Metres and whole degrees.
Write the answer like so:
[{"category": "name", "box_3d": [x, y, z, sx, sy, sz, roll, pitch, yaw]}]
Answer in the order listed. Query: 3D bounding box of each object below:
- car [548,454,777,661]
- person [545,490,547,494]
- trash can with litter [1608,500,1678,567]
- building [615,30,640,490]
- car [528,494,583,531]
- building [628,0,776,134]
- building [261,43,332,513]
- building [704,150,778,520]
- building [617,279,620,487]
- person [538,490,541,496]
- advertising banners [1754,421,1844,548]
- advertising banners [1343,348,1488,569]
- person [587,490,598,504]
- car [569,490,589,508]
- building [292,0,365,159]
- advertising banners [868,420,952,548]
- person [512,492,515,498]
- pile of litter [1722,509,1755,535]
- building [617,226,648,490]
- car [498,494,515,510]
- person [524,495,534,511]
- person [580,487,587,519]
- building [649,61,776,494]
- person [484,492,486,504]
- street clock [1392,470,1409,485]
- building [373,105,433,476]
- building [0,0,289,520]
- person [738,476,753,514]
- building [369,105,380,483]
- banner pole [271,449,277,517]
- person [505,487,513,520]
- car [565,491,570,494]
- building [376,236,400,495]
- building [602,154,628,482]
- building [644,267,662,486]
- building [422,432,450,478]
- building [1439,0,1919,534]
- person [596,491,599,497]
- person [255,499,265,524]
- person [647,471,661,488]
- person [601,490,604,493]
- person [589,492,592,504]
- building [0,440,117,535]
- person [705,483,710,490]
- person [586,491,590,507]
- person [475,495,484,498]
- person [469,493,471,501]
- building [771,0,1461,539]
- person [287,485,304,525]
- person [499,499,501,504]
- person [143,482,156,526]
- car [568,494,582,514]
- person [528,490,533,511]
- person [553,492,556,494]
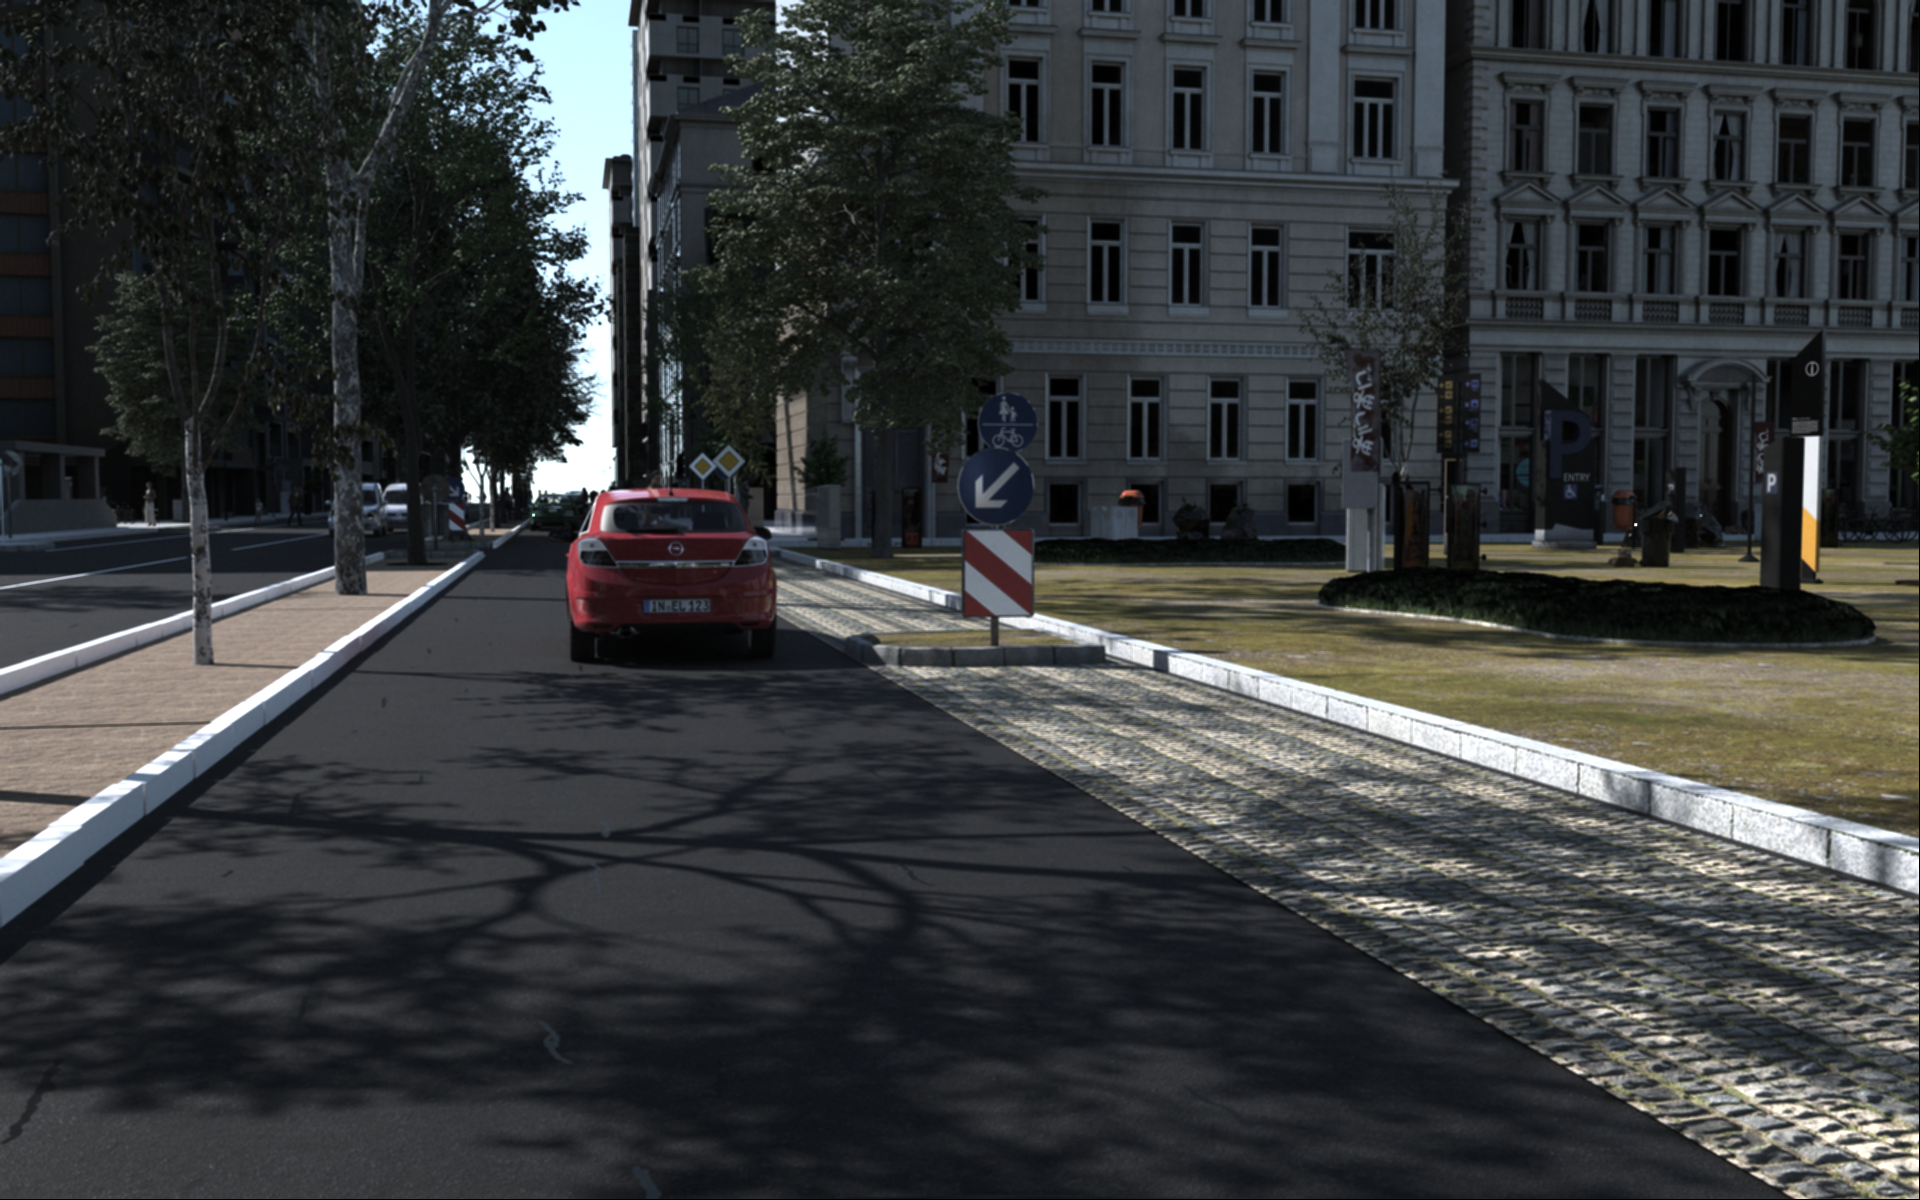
[{"category": "car", "box_3d": [-2.816, -0.454, 16.464, 2.155, 1.783, 4.494, -1, 4, -12]}, {"category": "person", "box_3d": [-29.120, -6.865, 121.676, 0.756, 1.711, 0.436, 0, 4, 2]}, {"category": "trash can with litter", "box_3d": [11.991, -1.164, 30.411, 1.055, 1.170, 0.624, 0, 4, 5]}, {"category": "building", "box_3d": [-35.536, -56.454, 235.691, 22.319, 86.520, 31.000, -1, 4, -13]}, {"category": "car", "box_3d": [-16.134, -3.499, 69.004, 2.131, 1.459, 4.920, -1, 4, -11]}, {"category": "building", "box_3d": [-17.358, -35.559, 170.623, 28.713, 52.752, 27.495, -1, 4, -13]}, {"category": "building", "box_3d": [-57.007, -41.928, 123.776, 20.563, 71.187, 20.611, -1, 4, -13]}, {"category": "building", "box_3d": [-4.925, -13.662, 90.822, 16.820, 18.784, 16.811, -1, 4, -13]}, {"category": "building", "box_3d": [-35.197, -27.056, 214.071, 14.160, 30.474, 14.107, -1, 4, -13]}, {"category": "person", "box_3d": [-37.062, -8.819, 152.674, 0.705, 1.826, 1.348, 0, 4, -7]}, {"category": "advertising banners", "box_3d": [20.061, -2.775, 41.558, 2.074, 3.025, 0.090, 1, 4, 16]}, {"category": "advertising banners", "box_3d": [5.569, -1.530, 21.204, 2.074, 3.025, 0.090, -1, 4, -20]}, {"category": "person", "box_3d": [-28.467, -7.664, 134.519, 1.217, 1.743, 0.721, -1, 4, -23]}, {"category": "car", "box_3d": [-39.545, -10.420, 179.034, 2.281, 1.827, 5.304, -1, 4, -12]}, {"category": "building", "box_3d": [-61.770, -31.883, 144.990, 21.300, 48.544, 21.600, -1, 4, -13]}, {"category": "advertising banners", "box_3d": [-1.173, -2.747, 41.103, 2.074, 3.025, 0.090, 1, 4, 13]}, {"category": "person", "box_3d": [-57.622, -13.113, 223.452, 0.434, 1.755, 0.990, -2, 4, -34]}, {"category": "pile of litter", "box_3d": [24.979, -2.538, 55.457, 1.719, 0.858, 1.176, -1, 4, -19]}, {"category": "building", "box_3d": [-29.674, -25.572, 189.808, 14.160, 30.474, 14.107, -1, 4, -13]}, {"category": "car", "box_3d": [-41.387, -9.048, 156.968, 2.155, 1.783, 4.494, -1, 4, -11]}, {"category": "person", "box_3d": [-37.253, -8.578, 148.718, 1.348, 1.831, 0.705, -2, 4, -31]}, {"category": "person", "box_3d": [-21.613, -5.564, 99.475, 0.388, 1.821, 0.555, 0, 4, 6]}, {"category": "building", "box_3d": [-12.857, -19.157, 110.472, 12.463, 27.353, 25.104, -1, 4, -13]}, {"category": "person", "box_3d": [-67.639, -14.524, 246.505, 0.617, 1.759, 0.750, -2, 4, -31]}, {"category": "street clock", "box_3d": [13.397, -2.947, 52.750, 0.471, 2.002, 0.358, 0, 4, 2]}, {"category": "building", "box_3d": [-86.118, -39.423, 233.810, 28.713, 52.752, 27.495, -1, 4, -13]}, {"category": "building", "box_3d": [-50.281, -26.954, 95.323, 22.147, 44.769, 28.867, -1, 4, -13]}, {"category": "person", "box_3d": [-6.556, -2.888, 53.074, 0.447, 1.846, 0.655, 0, 4, -4]}, {"category": "building", "box_3d": [-63.071, -31.389, 163.317, 14.600, 45.320, 14.200, -1, 4, -13]}, {"category": "banner pole", "box_3d": [-38.195, -6.510, 96.458, 0.401, 3.779, 0.863, 0, 4, -4]}, {"category": "person", "box_3d": [-24.959, -5.293, 95.140, 0.850, 1.850, 0.679, 2, 4, 25]}, {"category": "car", "box_3d": [-57.242, -15.051, 254.755, 2.281, 1.827, 5.304, -1, 4, -11]}, {"category": "building", "box_3d": [-65.757, -24.841, 177.847, 14.160, 30.474, 14.107, -1, 4, -13]}, {"category": "building", "box_3d": [-39.897, -41.422, 266.482, 28.713, 52.752, 27.495, -1, 4, -13]}, {"category": "building", "box_3d": [-11.522, -18.287, 144.038, 27.650, 21.520, 28.899, -1, 4, -13]}, {"category": "building", "box_3d": [-87.562, -38.840, 258.734, 21.300, 48.544, 21.600, -1, 4, -13]}, {"category": "building", "box_3d": [24.123, -14.222, 61.400, 19.941, 23.489, 11.050, -1, 4, -13]}, {"category": "person", "box_3d": [-44.829, -12.575, 214.543, 0.568, 1.767, 0.683, -3, 4, -37]}, {"category": "person", "box_3d": [-33.083, -4.179, 81.841, 0.505, 1.210, 0.382, -1, 4, -13]}, {"category": "person", "box_3d": [-5.386, -1.331, 30.173, 0.656, 1.842, 0.836, 3, 5, 41]}, {"category": "person", "box_3d": [-33.176, -9.326, 160.985, 0.705, 1.823, 1.348, -2, 4, -24]}, {"category": "person", "box_3d": [-52.213, -14.458, 245.611, 1.217, 1.743, 0.721, 1, 4, 17]}, {"category": "building", "box_3d": [-47.114, -22.278, 56.128, 32.217, 40.220, 23.993, -1, 4, -13]}, {"category": "person", "box_3d": [-11.597, -4.493, 79.686, 0.721, 1.800, 0.419, 2, 4, 33]}, {"category": "person", "box_3d": [-41.837, -11.346, 194.721, 0.721, 1.736, 1.217, -2, 4, -32]}, {"category": "person", "box_3d": [-33.850, -6.908, 121.973, 0.750, 1.759, 0.617, 0, 4, -1]}, {"category": "person", "box_3d": [-75.843, -15.785, 268.060, 0.415, 1.643, 0.593, 0, 4, 3]}, {"category": "building", "box_3d": [4.252, -16.589, 57.137, 20.117, 28.700, 13.634, -1, 4, -13]}, {"category": "person", "box_3d": [-30.643, -4.364, 79.770, 0.836, 1.842, 0.656, 1, 4, 16]}, {"category": "person", "box_3d": [-36.767, -7.808, 139.394, 0.697, 1.427, 0.421, -2, 4, -29]}, {"category": "person", "box_3d": [-32.399, -3.829, 69.198, 0.519, 1.759, 0.362, 2, 4, 25]}, {"category": "car", "box_3d": [-27.815, -7.040, 123.892, 1.959, 1.807, 4.718, -1, 4, -15]}, {"category": "person", "box_3d": [-36.528, -8.450, 147.324, 0.551, 1.740, 0.621, 3, 5, 42]}, {"category": "person", "box_3d": [-48.721, -12.160, 208.112, 0.742, 1.727, 0.445, 2, 4, 28]}]
